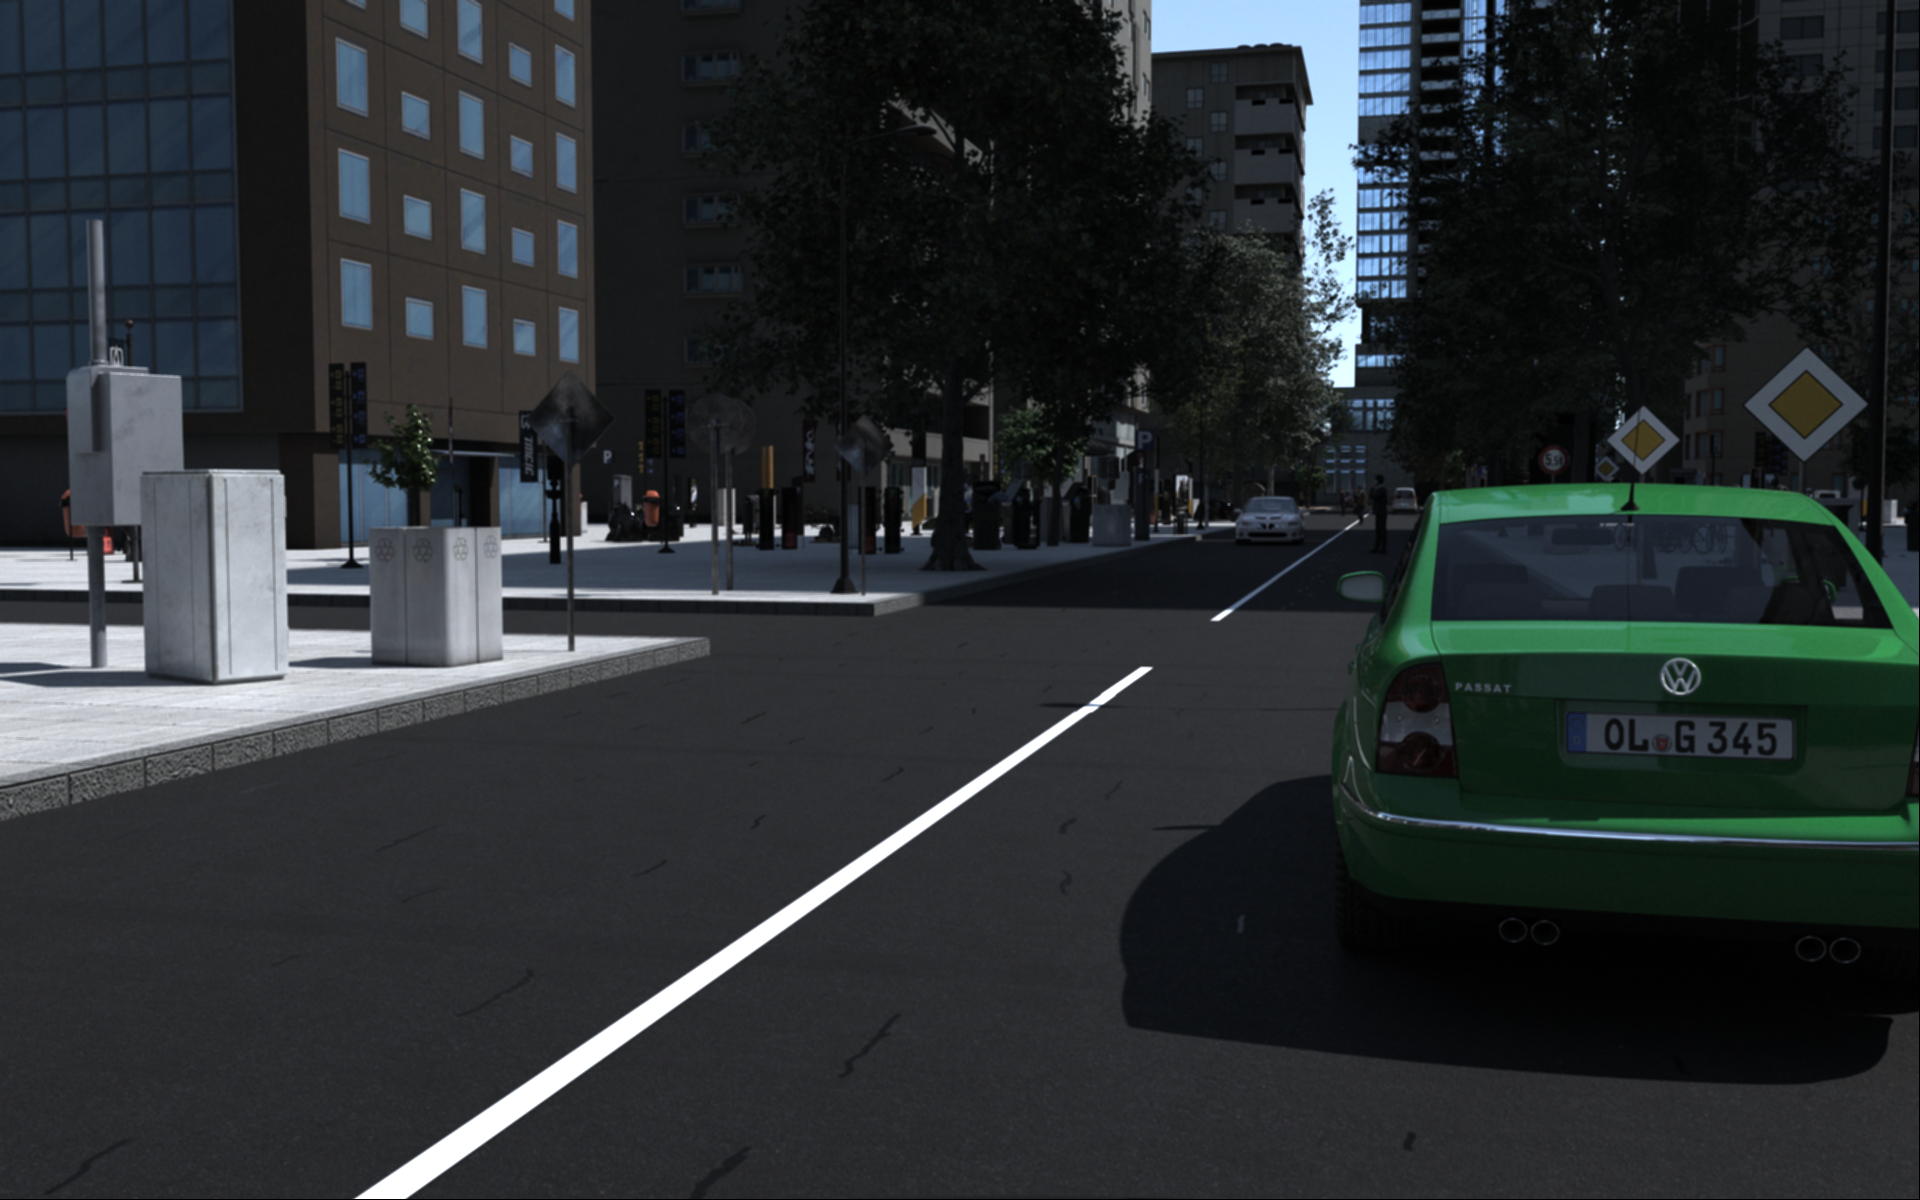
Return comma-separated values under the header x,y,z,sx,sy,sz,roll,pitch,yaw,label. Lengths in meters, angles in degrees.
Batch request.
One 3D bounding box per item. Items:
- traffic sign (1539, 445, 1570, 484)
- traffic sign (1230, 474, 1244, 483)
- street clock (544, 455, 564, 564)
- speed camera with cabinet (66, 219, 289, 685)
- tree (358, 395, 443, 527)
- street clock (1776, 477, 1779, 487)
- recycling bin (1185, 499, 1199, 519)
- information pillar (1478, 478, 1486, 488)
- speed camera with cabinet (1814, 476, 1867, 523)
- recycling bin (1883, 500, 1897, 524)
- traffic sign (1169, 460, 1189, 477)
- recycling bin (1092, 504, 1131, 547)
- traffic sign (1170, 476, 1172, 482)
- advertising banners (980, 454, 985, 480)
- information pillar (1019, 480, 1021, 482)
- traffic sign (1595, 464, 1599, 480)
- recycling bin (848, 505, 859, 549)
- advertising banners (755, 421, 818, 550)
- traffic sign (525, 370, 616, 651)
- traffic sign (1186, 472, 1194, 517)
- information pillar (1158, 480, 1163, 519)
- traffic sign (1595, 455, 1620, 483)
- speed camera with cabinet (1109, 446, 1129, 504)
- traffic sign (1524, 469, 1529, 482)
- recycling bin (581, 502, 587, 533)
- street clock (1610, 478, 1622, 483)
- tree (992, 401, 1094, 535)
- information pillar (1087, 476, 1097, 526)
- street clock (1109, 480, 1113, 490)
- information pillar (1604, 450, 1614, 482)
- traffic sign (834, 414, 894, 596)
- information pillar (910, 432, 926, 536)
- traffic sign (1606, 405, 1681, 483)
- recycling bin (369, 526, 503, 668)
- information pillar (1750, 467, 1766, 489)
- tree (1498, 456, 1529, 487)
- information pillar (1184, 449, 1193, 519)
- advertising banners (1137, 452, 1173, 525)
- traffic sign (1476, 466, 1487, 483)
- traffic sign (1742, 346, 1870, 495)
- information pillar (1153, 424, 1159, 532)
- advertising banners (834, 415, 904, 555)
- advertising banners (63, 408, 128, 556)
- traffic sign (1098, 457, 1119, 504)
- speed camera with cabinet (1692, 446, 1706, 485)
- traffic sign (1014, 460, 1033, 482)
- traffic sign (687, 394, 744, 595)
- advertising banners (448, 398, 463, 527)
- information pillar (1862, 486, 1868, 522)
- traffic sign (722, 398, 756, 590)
x,y,z,sx,sy,sz,roll,pitch,yaw,label
15.489,-2.759,45.215,0.768,2.556,0.104,1,4,18,traffic sign
14.521,-5.558,90.985,0.768,2.556,0.104,1,4,19,traffic sign
-7.454,-1.668,31.840,0.358,2.002,0.471,-1,4,-9,street clock
-5.595,-1.100,12.318,2.038,3.252,0.660,3,4,38,speed camera with cabinet
-10.624,-2.403,33.894,1.663,3.219,1.824,0,3,0,tree
33.088,-4.041,70.635,0.358,2.002,0.471,-3,4,-36,street clock
12.052,-4.760,90.384,0.722,1.027,0.722,3,5,41,recycling bin
23.411,-4.479,77.727,0.304,2.012,0.304,1,4,11,information pillar
38.933,-5.029,76.563,2.038,3.252,0.660,1,4,18,speed camera with cabinet
40.031,-3.815,74.929,0.722,1.027,0.722,-3,5,-43,recycling bin
8.055,-3.900,63.875,0.768,2.556,0.104,1,4,19,traffic sign
3.732,-1.836,42.568,0.722,1.027,0.722,3,4,38,recycling bin
11.867,-5.796,94.868,0.768,2.556,0.104,1,4,22,traffic sign
0.660,-4.913,76.512,0.090,3.025,2.074,-2,4,-24,advertising banners
2.831,-5.508,81.412,0.183,3.616,0.504,-1,4,-13,information pillar
25.957,-4.358,71.366,0.768,2.556,0.104,1,4,16,traffic sign
-2.405,-1.728,40.811,0.722,1.027,0.722,0,4,5,recycling bin
-3.982,-2.688,40.140,0.090,3.025,2.074,3,4,38,advertising banners
-3.171,-0.639,14.084,0.795,2.450,0.064,1,4,14,traffic sign
11.728,-5.475,89.620,0.768,2.556,0.104,1,4,17,traffic sign
10.234,-5.162,88.883,0.304,2.012,0.304,-1,4,-11,information pillar
19.195,-3.079,51.525,0.795,2.450,0.064,1,4,16,traffic sign
6.602,-4.772,72.350,0.660,3.252,2.038,0,4,-4,speed camera with cabinet
28.572,-5.354,87.641,0.768,2.556,0.104,1,4,23,traffic sign
-12.779,-2.723,57.076,0.722,1.027,0.722,2,4,24,recycling bin
29.777,-4.529,78.616,0.471,2.002,0.358,3,4,38,street clock
2.676,-4.391,55.503,4.285,4.588,4.351,0,3,0,tree
5.253,-3.958,69.199,0.304,2.012,0.304,2,4,34,information pillar
7.669,-5.120,88.274,0.358,2.002,0.471,2,4,26,street clock
32.362,-5.812,86.381,0.504,3.616,0.183,2,4,35,information pillar
-1.218,-1.112,21.827,0.795,2.450,0.064,1,4,14,traffic sign
-1.277,-3.798,53.457,0.504,3.616,0.183,2,4,32,information pillar
7.693,-0.974,19.567,0.795,2.450,0.064,1,4,14,traffic sign
-3.984,-0.039,13.195,0.722,1.027,0.722,1,4,21,recycling bin
21.851,-2.630,47.489,0.304,2.012,0.304,-3,5,-41,information pillar
21.622,-4.489,67.990,1.663,3.219,1.824,0,3,0,tree
11.694,-5.955,88.723,0.504,3.616,0.183,-2,4,-26,information pillar
8.100,-4.648,72.189,0.090,3.025,2.074,-3,4,-39,advertising banners
23.684,-4.779,78.241,0.768,2.556,0.104,1,4,16,traffic sign
5.740,-0.500,11.824,0.795,2.450,0.064,1,4,14,traffic sign
6.579,-4.071,57.921,0.183,3.616,0.504,0,4,-1,information pillar
-1.947,-2.480,36.728,0.090,3.025,2.074,3,5,43,advertising banners
-17.983,-2.458,36.382,0.090,3.025,2.074,1,4,16,advertising banners
4.097,-2.796,47.850,0.606,2.300,0.079,1,4,20,traffic sign
29.918,-4.651,70.379,0.660,3.252,2.038,2,4,27,speed camera with cabinet
1.894,-3.051,52.019,0.606,2.300,0.079,1,4,20,traffic sign
-3.116,-1.338,21.981,0.768,2.556,0.104,1,4,15,traffic sign
-9.025,-2.128,30.977,0.090,3.025,2.074,-1,4,-20,advertising banners
41.576,-5.384,79.376,0.183,3.616,0.504,-3,5,-43,information pillar
-3.072,-1.403,23.037,0.768,2.556,0.104,1,4,20,traffic sign
